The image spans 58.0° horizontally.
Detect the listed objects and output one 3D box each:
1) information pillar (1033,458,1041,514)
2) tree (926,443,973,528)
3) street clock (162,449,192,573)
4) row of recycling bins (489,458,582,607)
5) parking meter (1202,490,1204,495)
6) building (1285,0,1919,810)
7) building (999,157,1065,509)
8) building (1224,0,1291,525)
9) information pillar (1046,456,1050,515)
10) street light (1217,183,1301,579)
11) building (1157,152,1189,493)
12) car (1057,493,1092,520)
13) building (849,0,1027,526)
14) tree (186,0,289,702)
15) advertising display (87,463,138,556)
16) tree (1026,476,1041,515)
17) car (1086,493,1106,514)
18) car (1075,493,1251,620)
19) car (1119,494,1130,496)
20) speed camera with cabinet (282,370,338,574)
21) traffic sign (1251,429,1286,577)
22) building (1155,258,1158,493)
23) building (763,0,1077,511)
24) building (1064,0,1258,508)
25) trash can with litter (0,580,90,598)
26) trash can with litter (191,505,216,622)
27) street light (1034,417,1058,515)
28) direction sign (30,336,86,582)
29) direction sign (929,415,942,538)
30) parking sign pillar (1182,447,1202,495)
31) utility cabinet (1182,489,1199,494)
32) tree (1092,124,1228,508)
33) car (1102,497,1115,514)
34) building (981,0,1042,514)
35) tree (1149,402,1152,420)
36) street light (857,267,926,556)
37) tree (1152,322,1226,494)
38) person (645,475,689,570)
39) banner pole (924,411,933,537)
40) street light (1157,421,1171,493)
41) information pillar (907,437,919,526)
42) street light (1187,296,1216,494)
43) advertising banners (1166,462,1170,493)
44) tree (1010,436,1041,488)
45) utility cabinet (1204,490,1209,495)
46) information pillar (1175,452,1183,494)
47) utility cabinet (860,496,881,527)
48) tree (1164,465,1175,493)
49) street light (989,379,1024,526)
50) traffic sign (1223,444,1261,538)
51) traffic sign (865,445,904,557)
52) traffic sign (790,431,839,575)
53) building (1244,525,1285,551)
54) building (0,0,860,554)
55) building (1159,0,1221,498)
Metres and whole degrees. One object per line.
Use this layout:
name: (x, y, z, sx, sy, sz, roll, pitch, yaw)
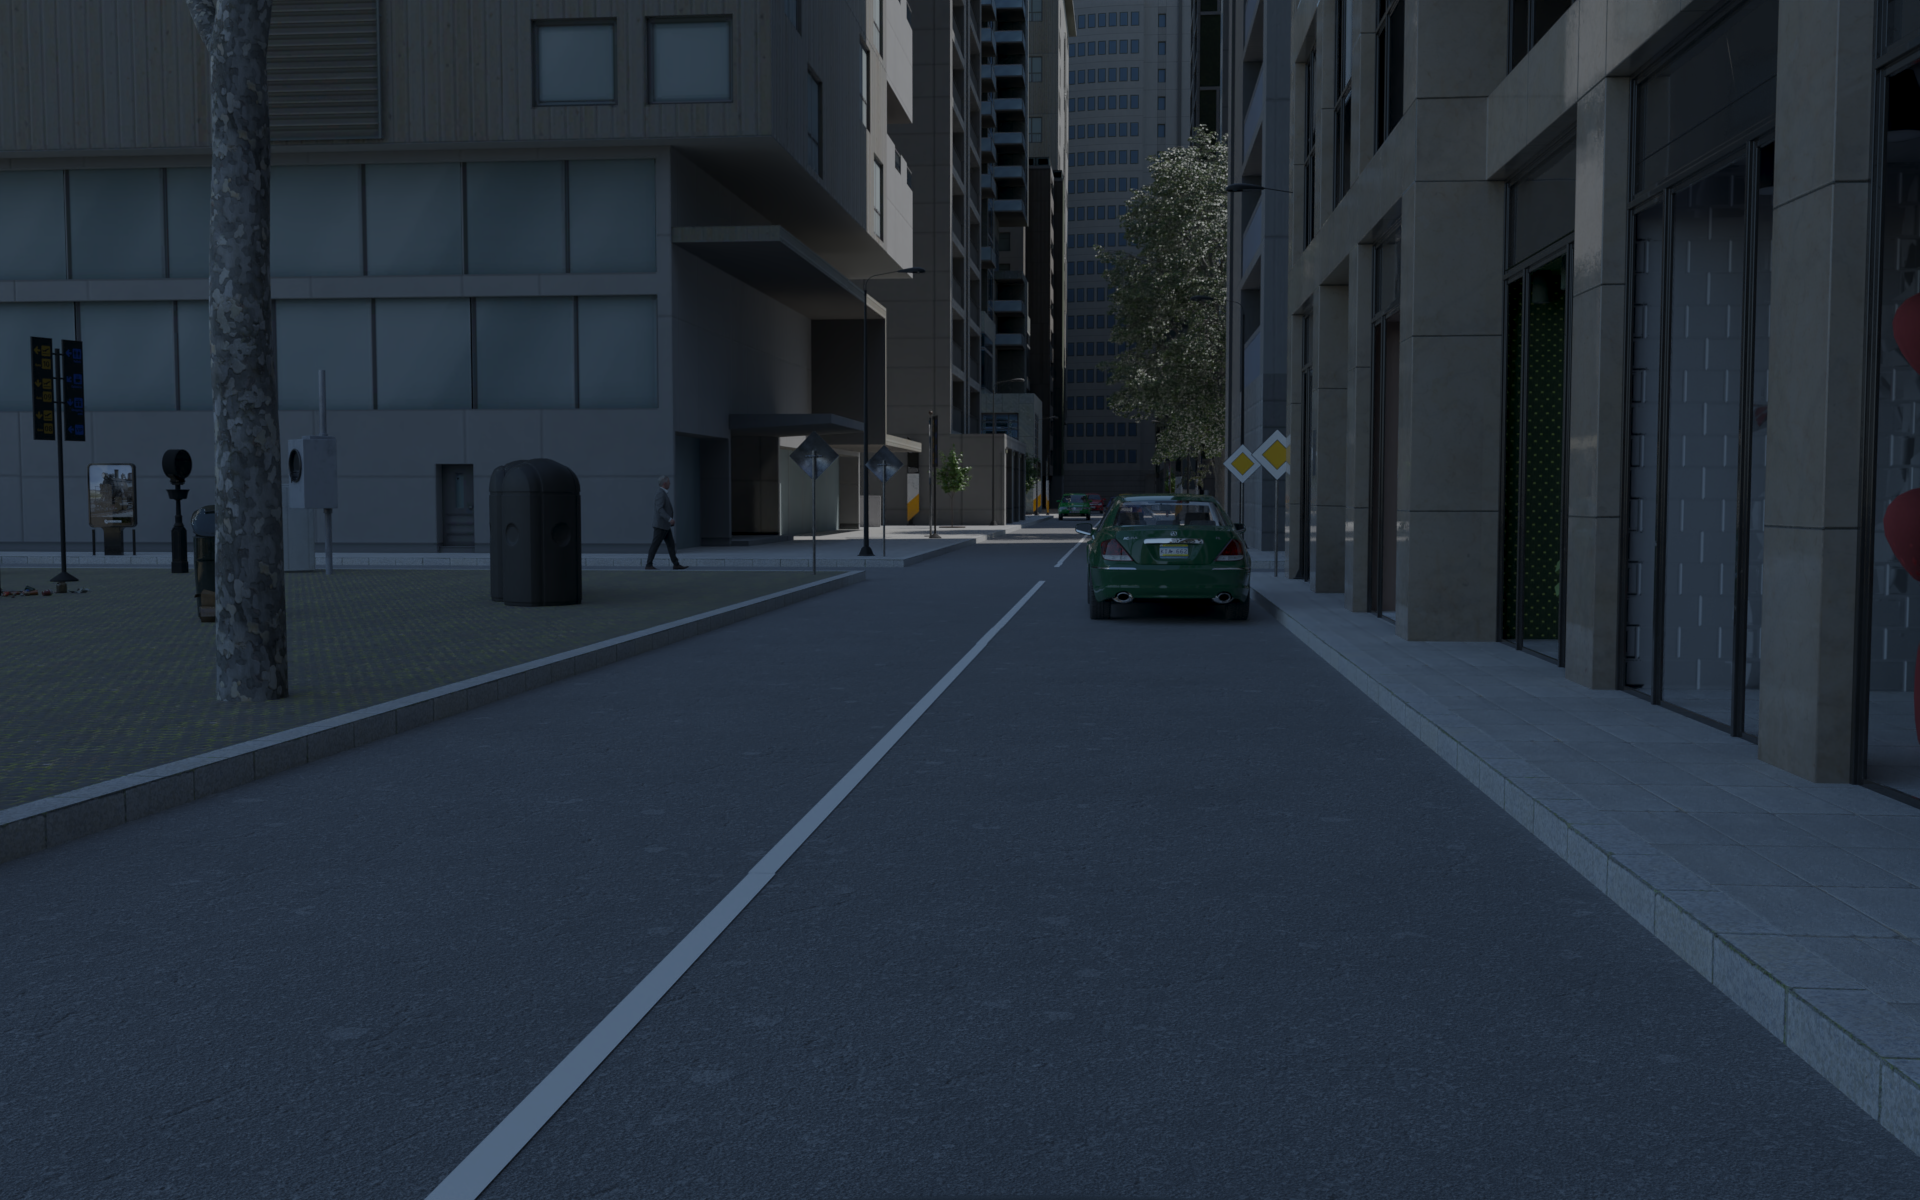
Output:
information pillar: (4.828, -7.181, 108.768, 0.504, 3.616, 0.183, 0, 4, -3)
tree: (-0.246, -4.343, 65.604, 1.663, 3.219, 1.824, 0, 3, 0)
street clock: (-12.659, -1.436, 28.052, 0.358, 2.002, 0.471, 1, 4, 10)
row of recycling bins: (-5.304, -0.869, 21.326, 1.069, 1.692, 3.534, -1, 4, -18)
parking meter: (13.248, -5.312, 95.257, 0.372, 1.533, 0.369, 0, 3, 0)
building: (12.960, -12.458, 8.205, 19.350, 26.468, 34.151, 0, 4, 5)
building: (1.691, -23.053, 148.621, 14.160, 30.474, 14.107, 0, 4, 5)
building: (24.666, -33.717, 93.266, 21.231, 58.520, 28.212, 0, 4, 5)
information pillar: (5.335, -6.983, 105.528, 0.183, 3.616, 0.504, 0, 4, -6)
street light: (4.668, -3.270, 26.010, 1.470, 5.913, 1.316, 0, 4, 5)
building: (24.472, -23.049, 148.557, 14.160, 30.474, 14.107, 0, 4, 5)
car: (6.312, -5.299, 95.430, 1.959, 1.807, 4.718, 0, 4, 4)
building: (-7.361, -39.220, 79.505, 20.563, 71.187, 20.611, 0, 4, 5)
tree: (-3.550, -9.515, 11.465, 12.611, 20.169, 13.585, 0, 3, 0)
advertising display: (-17.665, -1.890, 36.114, 0.974, 1.923, 0.123, 0, 4, 1)
tree: (3.841, -6.842, 106.472, 1.663, 3.219, 1.824, 0, 3, 0)
car: (9.679, -7.268, 127.872, 2.155, 1.783, 4.494, 0, 4, 4)
car: (2.473, -0.571, 21.142, 2.131, 1.459, 4.920, 0, 4, 4)
car: (11.329, -6.541, 117.169, 2.015, 1.641, 3.980, 0, 4, 6)
speed camera with cabinet: (-10.755, -2.065, 28.097, 0.660, 3.252, 2.038, -3, 5, -40)
traffic sign: (4.894, -1.415, 26.784, 0.795, 2.450, 0.064, 0, 4, 5)
building: (25.969, -23.959, 163.426, 14.160, 30.474, 14.107, 0, 4, 5)
building: (-2.707, -35.641, 171.966, 27.495, 52.752, 28.713, 0, 4, 5)
building: (19.234, -40.400, 202.536, 28.212, 58.520, 21.231, 0, 4, 5)
trash can with litter: (-11.930, -0.658, 21.822, 1.678, 1.210, 2.233, 2, 4, 32)
trash can with litter: (-7.530, -0.389, 17.742, 0.624, 1.170, 1.055, -2, 4, -24)
street light: (5.164, -8.038, 103.970, 1.470, 5.913, 1.316, 0, 4, 5)
direction sign: (-13.162, -2.040, 25.344, 0.379, 3.537, 0.876, 1, 4, 21)
direction sign: (-0.723, -3.563, 50.259, 0.379, 3.537, 0.876, -1, 4, -9)
parking sign pillar: (11.975, -6.181, 89.533, 1.447, 3.967, 1.447, -2, 4, -26)
utility cabinet: (10.982, -4.595, 83.801, 1.173, 1.500, 0.318, -1, 4, -20)
tree: (9.140, -9.377, 59.964, 9.857, 13.997, 8.962, 0, 3, 0)
car: (7.157, -3.851, 75.545, 1.945, 1.354, 3.894, 0, 4, 6)
building: (-4.889, -49.679, 124.925, 22.319, 86.520, 31.000, 0, 4, 5)
tree: (10.646, -7.899, 79.516, 4.360, 8.622, 3.978, 0, 3, 0)
street light: (-1.404, -3.861, 35.662, 1.470, 5.913, 1.316, 0, 4, 5)
tree: (10.694, -7.335, 70.285, 4.360, 8.622, 3.978, 0, 3, 0)
person: (-5.446, -1.425, 32.191, 0.834, 1.777, 0.661, -1, 4, -15)
banner pole: (-0.897, -3.787, 51.938, 0.401, 3.779, 0.863, 0, 4, 3)
street light: (9.316, -6.254, 74.793, 1.470, 5.913, 1.316, 0, 4, 5)
information pillar: (-1.920, -4.837, 70.446, 0.504, 3.616, 0.183, 0, 4, -2)
street light: (6.081, -4.165, 40.635, 1.470, 5.913, 1.316, 0, 4, 5)
advertising banners: (11.587, -6.140, 96.583, 0.090, 3.025, 2.074, 0, 4, 2)
tree: (2.806, -7.043, 98.867, 4.285, 4.588, 4.351, 0, 3, 0)
utility cabinet: (13.829, -5.609, 100.393, 1.173, 1.500, 0.318, 2, 4, 24)
information pillar: (10.411, -5.571, 82.444, 0.183, 3.616, 0.504, -2, 4, -28)
utility cabinet: (-3.603, -3.433, 67.285, 1.020, 1.237, 0.306, 0, 4, 1)
tree: (13.875, -7.312, 114.146, 1.663, 3.219, 1.824, 0, 3, 0)
street light: (1.884, -5.950, 69.816, 1.470, 5.913, 1.316, 0, 4, 5)
traffic sign: (5.658, -1.902, 34.733, 0.795, 2.450, 0.064, 0, 4, 5)
traffic sign: (-1.552, -1.945, 35.443, 0.795, 2.450, 0.064, 0, 4, 5)
traffic sign: (-2.315, -1.459, 27.495, 0.795, 2.450, 0.064, 0, 4, 5)
building: (21.125, -30.471, 40.205, 28.212, 58.520, 21.231, 0, 4, 5)
building: (-15.979, -28.105, 48.753, 28.713, 52.752, 27.495, 0, 4, 5)
building: (25.671, -42.296, 129.793, 20.563, 71.187, 20.611, 0, 4, 5)
